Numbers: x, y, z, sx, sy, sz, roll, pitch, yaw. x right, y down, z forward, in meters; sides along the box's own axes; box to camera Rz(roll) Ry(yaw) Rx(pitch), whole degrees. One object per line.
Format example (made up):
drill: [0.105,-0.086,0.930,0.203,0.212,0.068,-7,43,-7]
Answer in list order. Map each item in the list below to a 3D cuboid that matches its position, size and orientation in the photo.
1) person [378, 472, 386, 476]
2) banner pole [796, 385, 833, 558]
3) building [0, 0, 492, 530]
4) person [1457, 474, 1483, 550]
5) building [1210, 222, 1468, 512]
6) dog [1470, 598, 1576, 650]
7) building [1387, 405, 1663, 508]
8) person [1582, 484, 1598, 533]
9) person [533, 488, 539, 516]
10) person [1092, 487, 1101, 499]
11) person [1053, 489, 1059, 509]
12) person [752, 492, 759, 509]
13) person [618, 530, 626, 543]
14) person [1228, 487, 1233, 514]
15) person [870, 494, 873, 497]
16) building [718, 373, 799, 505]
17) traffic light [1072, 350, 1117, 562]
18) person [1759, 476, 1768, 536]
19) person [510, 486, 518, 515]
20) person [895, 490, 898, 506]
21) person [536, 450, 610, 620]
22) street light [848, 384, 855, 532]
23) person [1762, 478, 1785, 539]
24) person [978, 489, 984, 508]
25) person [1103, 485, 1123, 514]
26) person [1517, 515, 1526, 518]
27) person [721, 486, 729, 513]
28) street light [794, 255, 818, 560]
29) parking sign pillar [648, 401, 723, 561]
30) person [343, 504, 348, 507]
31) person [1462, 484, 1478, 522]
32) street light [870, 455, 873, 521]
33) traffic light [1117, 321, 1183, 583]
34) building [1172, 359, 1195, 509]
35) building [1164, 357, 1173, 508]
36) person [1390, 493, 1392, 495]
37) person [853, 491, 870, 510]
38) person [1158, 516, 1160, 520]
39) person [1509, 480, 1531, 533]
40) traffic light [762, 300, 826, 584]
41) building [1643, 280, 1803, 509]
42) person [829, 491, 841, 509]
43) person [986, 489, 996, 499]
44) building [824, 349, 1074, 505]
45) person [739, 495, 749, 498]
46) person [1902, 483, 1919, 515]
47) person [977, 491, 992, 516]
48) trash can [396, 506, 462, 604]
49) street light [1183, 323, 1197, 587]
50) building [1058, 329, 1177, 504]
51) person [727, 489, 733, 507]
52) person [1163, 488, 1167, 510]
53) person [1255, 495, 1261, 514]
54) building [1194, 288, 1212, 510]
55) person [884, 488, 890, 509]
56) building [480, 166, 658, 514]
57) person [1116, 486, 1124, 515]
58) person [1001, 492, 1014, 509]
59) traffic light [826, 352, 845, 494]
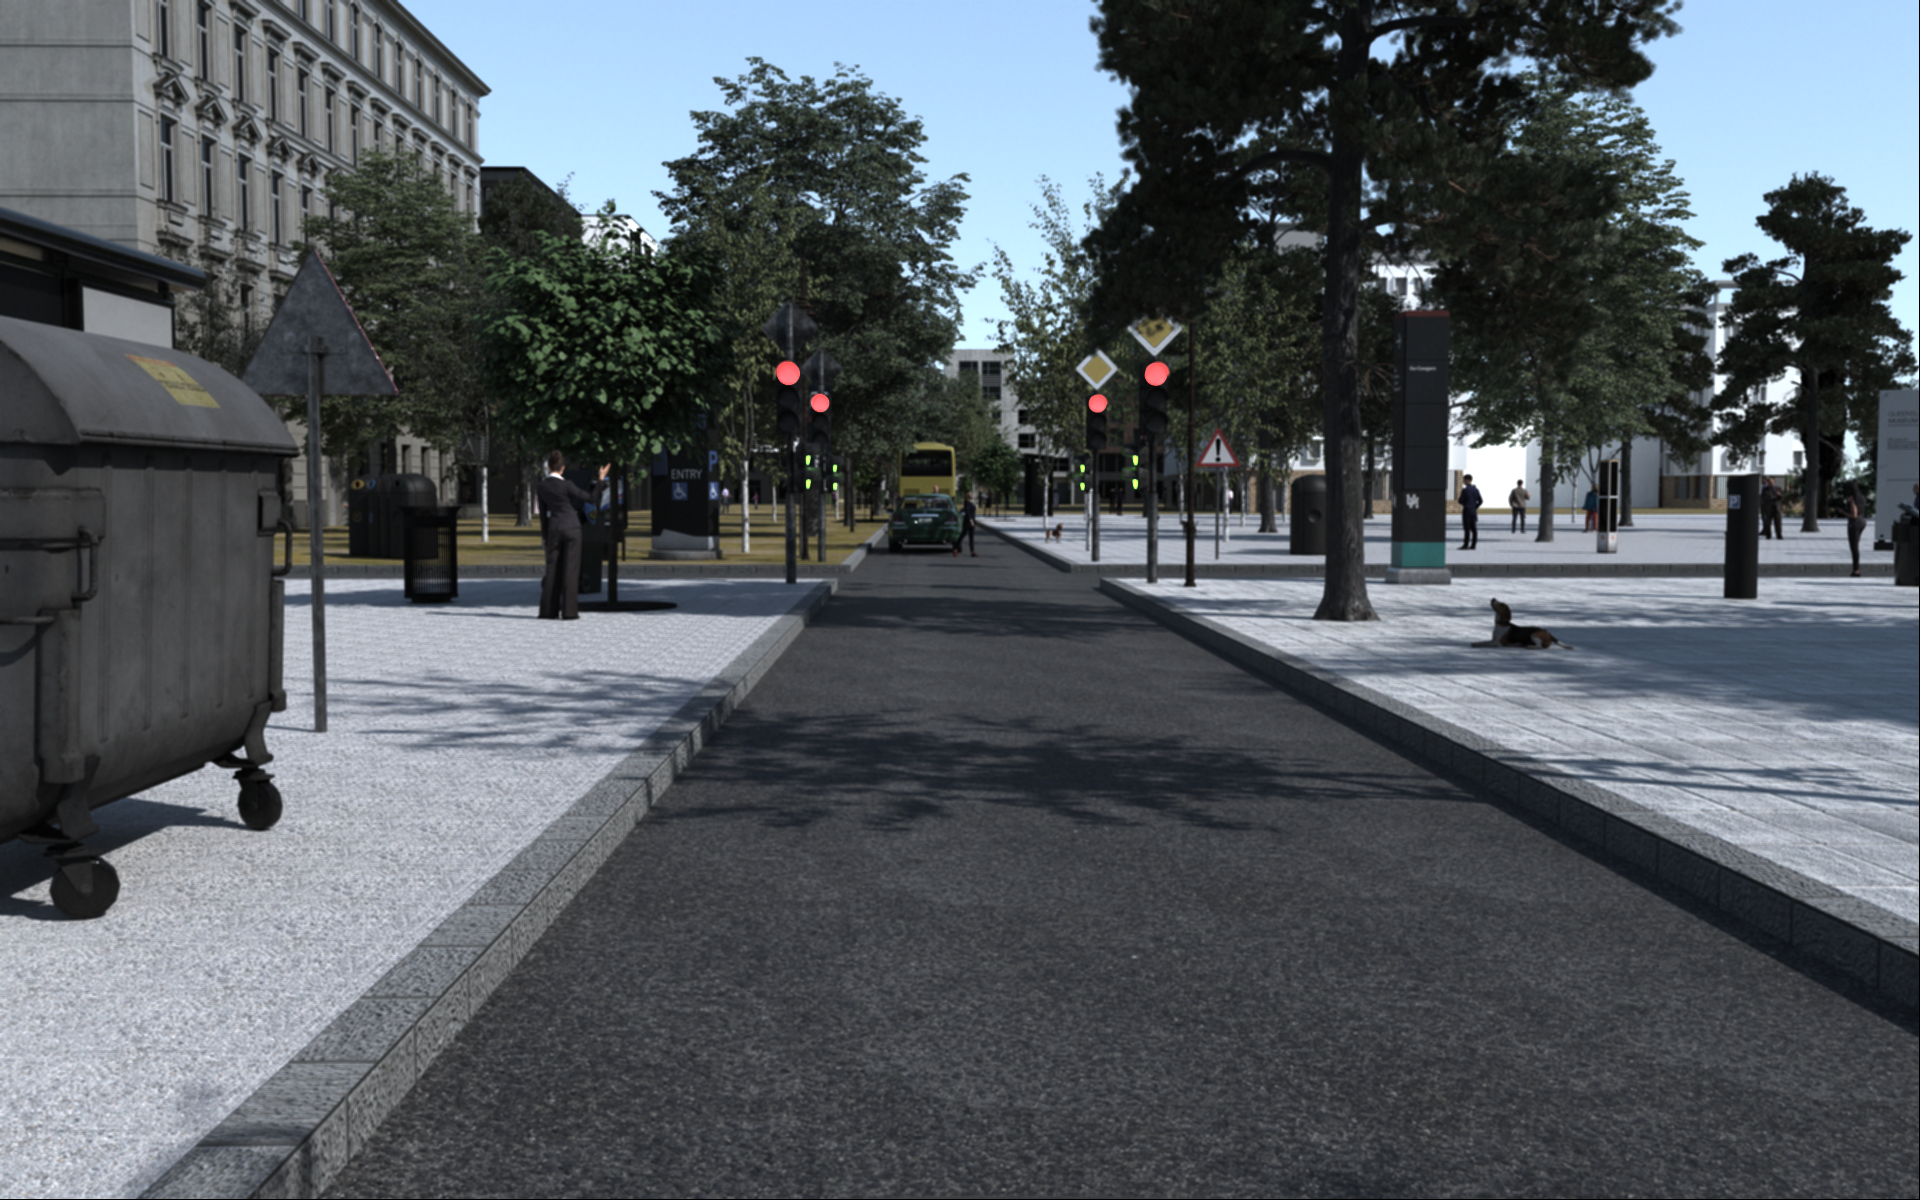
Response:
person: [-14.418,-2.273,43.078,0.599,1.838,0.709,0,4,-6]
banner pole: [-2.984,-2.752,35.007,0.863,3.779,0.401,-1,4,-12]
building: [-32.645,-18.073,71.904,17.030,29.872,44.131,0,4,-1]
person: [11.729,-2.037,40.057,0.576,1.737,0.504,-3,5,-42]
building: [27.432,-16.503,126.244,16.016,20.091,11.380,0,4,-1]
dog: [4.684,0.202,14.427,0.550,0.427,0.748,-3,4,-36]
building: [51.445,-13.448,162.021,28.070,9.664,9.099,0,4,-1]
person: [20.922,-3.034,57.346,0.444,1.614,0.593,-1,4,-14]
person: [-25.046,-5.881,102.869,0.621,1.740,0.551,-2,4,-30]
person: [8.525,-6.299,109.812,0.721,1.735,1.217,3,5,42]
person: [8.372,-8.834,151.147,0.551,1.740,0.621,-1,4,-13]
person: [-17.033,-8.250,144.154,0.599,1.433,0.991,2,4,26]
person: [-8.976,-2.256,45.627,0.574,1.496,0.600,-3,5,-45]
person: [17.376,-6.407,111.741,0.436,1.711,0.756,2,4,33]
person: [-8.051,-8.816,150.897,1.217,1.735,0.721,2,4,33]
building: [-34.565,-23.236,223.886,32.646,21.610,27.936,0,4,-1]
traffic light: [2.560,-2.667,32.854,0.839,4.213,0.868,0,4,-1]
person: [24.567,-2.887,53.111,0.599,1.838,0.709,0,4,-1]
person: [-27.059,-6.080,106.008,0.990,1.755,0.434,1,4,22]
person: [-6.559,-10.508,178.536,0.721,1.739,1.217,-3,5,-40]
person: [-3.964,-0.668,17.766,0.742,1.727,0.445,-1,4,-16]
street light: [-3.650,-5.237,58.407,0.468,5.910,1.993,0,4,-1]
person: [22.983,-2.581,48.925,0.565,1.739,0.600,-1,4,-11]
person: [1.959,-9.444,161.006,0.434,1.755,0.990,-2,4,-33]
person: [9.806,-6.454,111.204,1.348,1.869,0.705,1,4,21]
person: [29.663,-5.085,91.723,0.613,1.512,0.480,1,4,19]
person: [-15.794,-6.714,115.686,0.599,1.838,0.709,2,4,34]
street light: [-3.017,-3.721,33.632,0.468,5.910,1.993,0,4,-1]
parking sign pillar: [-5.394,-2.780,33.925,1.447,3.967,1.447,1,4,22]
person: [-14.002,-1.926,40.722,0.628,1.438,0.799,1,4,18]
person: [23.584,-4.478,80.064,0.742,1.727,0.445,1,4,19]
street light: [-4.248,-6.746,83.077,0.468,5.910,1.993,0,4,-1]
traffic light: [2.754,-2.179,24.871,0.839,4.213,0.868,0,4,-1]
building: [27.381,-17.893,148.966,16.016,20.091,11.380,0,4,-1]
building: [27.212,-18.587,160.324,16.016,20.091,11.380,0,4,-1]
person: [24.112,-5.460,95.844,0.750,1.759,0.617,1,4,17]
person: [-8.196,-8.124,139.588,1.217,1.735,0.721,3,4,36]
person: [9.244,-4.536,82.418,0.471,1.553,0.569,3,5,44]
person: [18.496,-3.097,57.216,0.617,1.759,0.750,2,4,28]
traffic light: [-2.406,-2.170,24.730,0.839,4.213,0.868,0,4,-1]
building: [71.224,-18.549,159.694,11.380,20.091,16.016,0,4,-1]
person: [-11.036,-8.900,152.247,1.217,1.739,0.721,-2,4,-34]
person: [2.946,-9.893,168.471,1.217,1.739,0.721,2,4,34]
building: [-1.988,-21.577,219.241,31.486,18.905,16.747,0,4,-1]
person: [-19.232,-9.026,154.334,0.721,1.743,1.217,2,4,35]
person: [18.992,-1.568,34.370,0.574,1.496,0.600,-3,5,-43]
person: [1.414,-5.570,100.306,0.799,1.438,0.628,-1,4,-18]
trash can: [-6.258,-0.539,20.469,0.748,1.137,0.748,0,3,0]
street light: [3.185,-3.120,23.806,0.468,5.910,1.993,0,4,-1]
building: [29.927,-23.351,225.770,32.646,21.610,27.936,0,4,-1]
person: [-22.731,-9.985,170.022,0.721,1.743,1.217,-3,5,-43]
person: [16.988,-8.429,143.865,0.705,1.824,1.348,0,4,5]
person: [12.662,-3.944,72.478,0.435,1.587,0.963,2,4,24]
building: [27.771,-17.198,137.614,16.016,20.091,11.380,0,4,-1]
person: [-5.183,-7.001,121.297,0.721,1.735,1.217,0,4,6]
building: [-38.047,-17.152,124.403,27.936,21.610,32.646,0,4,-1]
person: [9.637,-5.930,103.711,0.504,1.737,0.576,-2,4,-32]
person: [3.994,-8.578,146.308,1.348,1.822,0.705,-2,4,-32]
traffic light: [-2.599,-2.659,32.713,0.839,4.213,0.868,0,4,-1]
